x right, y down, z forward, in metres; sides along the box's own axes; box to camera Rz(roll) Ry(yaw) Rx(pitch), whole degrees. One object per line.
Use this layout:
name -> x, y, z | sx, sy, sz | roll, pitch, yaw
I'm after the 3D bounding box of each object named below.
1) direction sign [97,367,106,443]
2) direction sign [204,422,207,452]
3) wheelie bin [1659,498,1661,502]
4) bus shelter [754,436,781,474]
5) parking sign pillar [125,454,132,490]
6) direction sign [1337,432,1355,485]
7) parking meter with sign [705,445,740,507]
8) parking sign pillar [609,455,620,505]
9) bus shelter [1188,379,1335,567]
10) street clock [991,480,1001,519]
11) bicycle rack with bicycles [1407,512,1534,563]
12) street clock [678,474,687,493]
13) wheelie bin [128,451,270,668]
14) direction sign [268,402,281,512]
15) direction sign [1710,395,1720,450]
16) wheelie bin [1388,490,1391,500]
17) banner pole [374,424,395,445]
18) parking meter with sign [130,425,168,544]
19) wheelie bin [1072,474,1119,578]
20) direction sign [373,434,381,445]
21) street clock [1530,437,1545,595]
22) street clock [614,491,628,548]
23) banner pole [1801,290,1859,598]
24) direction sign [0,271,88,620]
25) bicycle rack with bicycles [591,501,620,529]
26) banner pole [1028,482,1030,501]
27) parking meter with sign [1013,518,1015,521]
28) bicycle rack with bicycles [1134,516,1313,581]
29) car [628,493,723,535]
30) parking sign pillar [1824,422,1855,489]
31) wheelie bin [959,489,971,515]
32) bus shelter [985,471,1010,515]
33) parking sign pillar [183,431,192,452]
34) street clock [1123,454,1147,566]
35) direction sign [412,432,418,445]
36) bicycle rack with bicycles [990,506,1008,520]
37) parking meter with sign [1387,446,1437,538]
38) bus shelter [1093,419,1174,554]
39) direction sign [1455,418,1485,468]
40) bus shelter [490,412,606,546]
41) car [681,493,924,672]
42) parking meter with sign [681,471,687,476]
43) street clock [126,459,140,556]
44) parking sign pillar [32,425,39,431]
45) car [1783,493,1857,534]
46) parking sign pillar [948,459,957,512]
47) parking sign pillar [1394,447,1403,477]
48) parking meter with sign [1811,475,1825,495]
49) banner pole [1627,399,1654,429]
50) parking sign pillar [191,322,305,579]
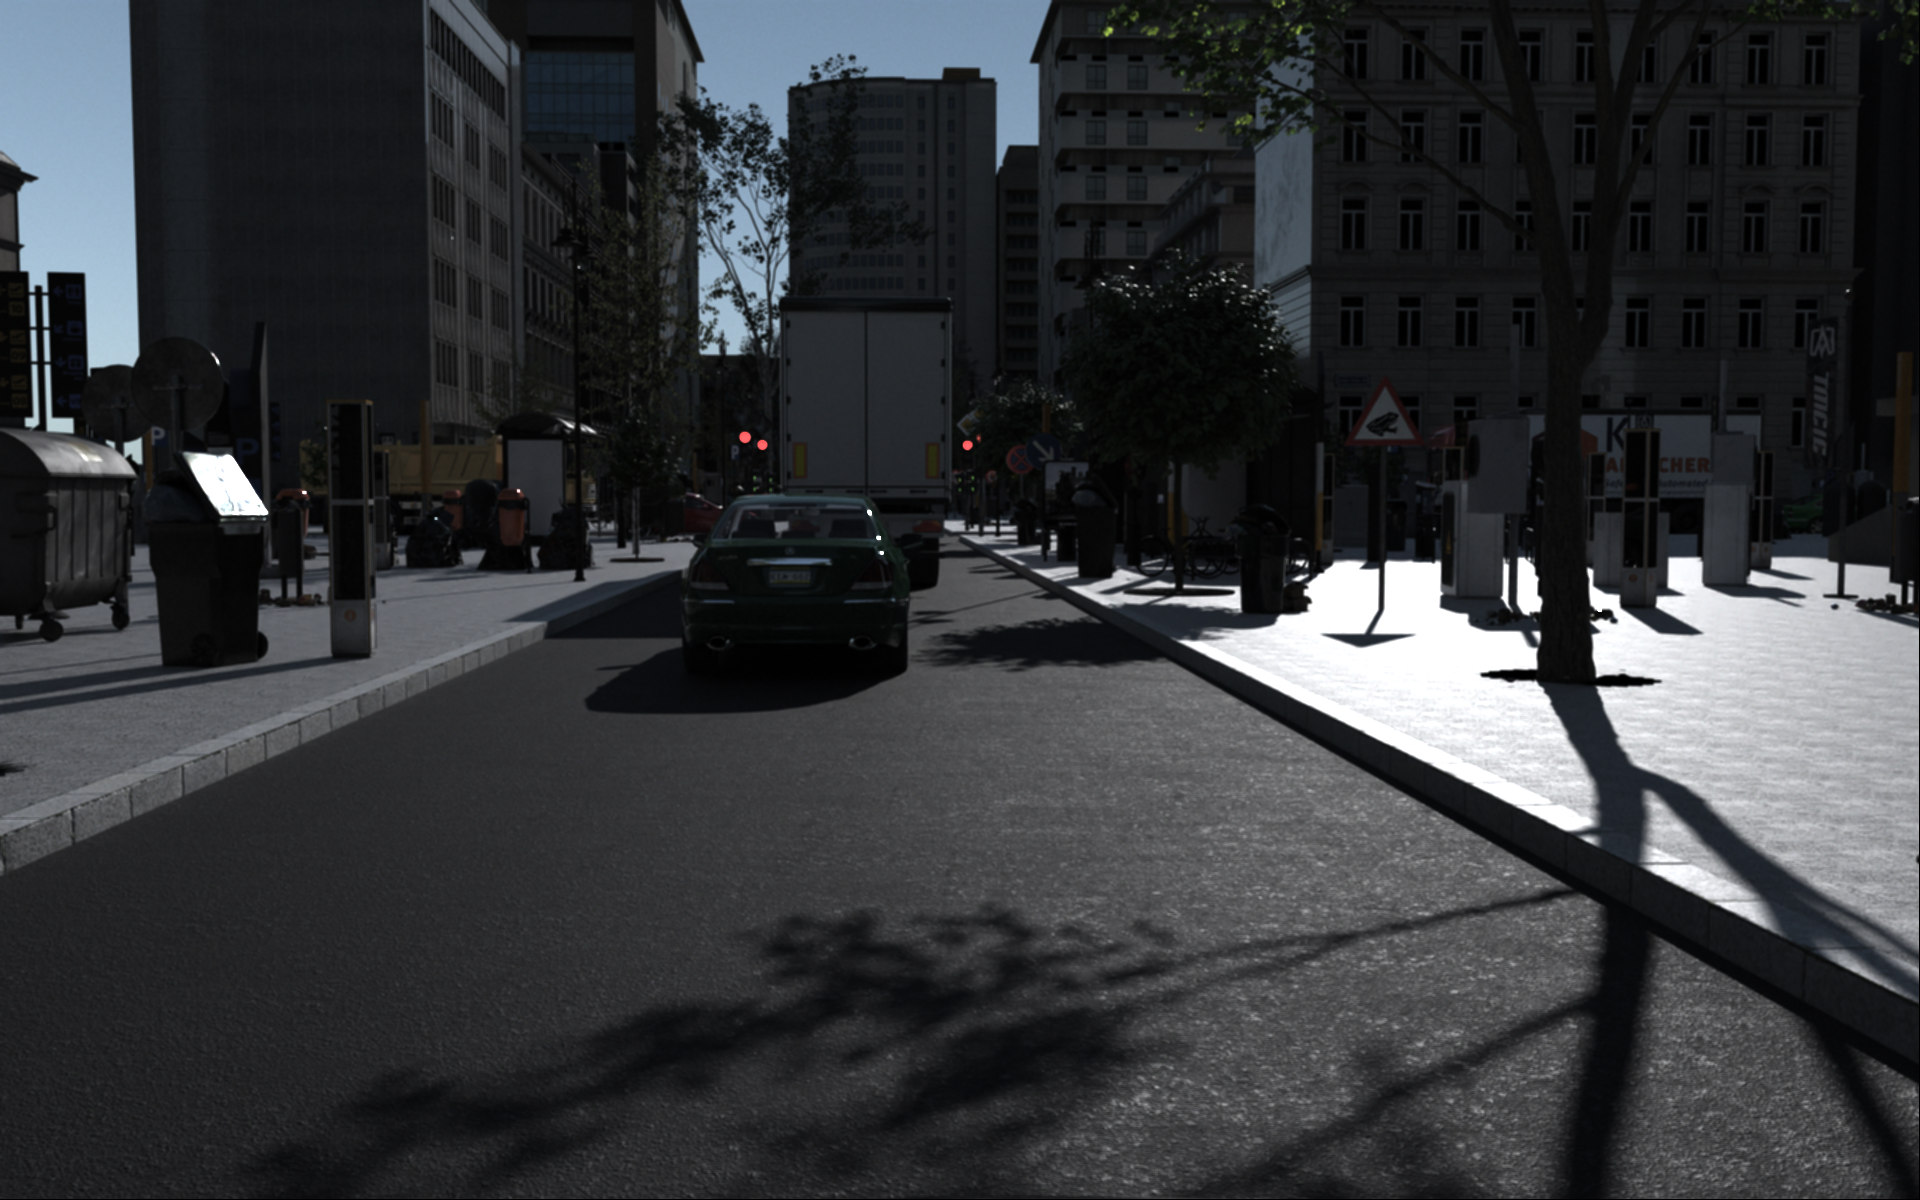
direction sign -> -15.687, -2.401, 31.253 | 0.876, 3.537, 0.379 | 2, 4, 29
direction sign -> -17.219, -2.936, 40.005 | 0.876, 3.537, 0.379 | 3, 5, 41
wheelie bin -> 19.880, -2.598, 50.391 | 0.980, 1.594, 0.693 | -3, 4, -39
bus shelter -> -12.126, -8.157, 111.003 | 2.179, 5.291, 8.768 | 0, 4, -3
parking sign pillar -> -56.192, -7.810, 116.166 | 1.447, 3.967, 1.447 | 2, 4, 27
direction sign -> 13.996, -4.337, 62.905 | 0.876, 3.537, 0.379 | -2, 4, -34
parking meter with sign -> -8.672, -3.993, 61.552 | 1.738, 3.016, 0.543 | 2, 4, 30
parking sign pillar -> -19.767, -6.835, 100.219 | 1.447, 3.967, 1.447 | -3, 5, -44
bus shelter -> 5.318, -2.368, 32.644 | 2.014, 3.302, 5.546 | 0, 4, -3
street clock -> 1.851, -5.183, 89.314 | 0.471, 2.002, 0.358 | 1, 4, 13
bicycle rack with bicycles -> 9.878, -1.215, 33.251 | 2.852, 0.926, 2.925 | 1, 4, 16
street clock -> -9.845, -3.474, 61.378 | 0.358, 2.002, 0.471 | -2, 4, -29
wheelie bin -> -5.699, -0.314, 13.048 | 0.693, 1.594, 0.980 | 1, 4, 13
direction sign -> -16.924, -3.085, 42.435 | 0.379, 3.537, 0.876 | 1, 4, 15
direction sign -> 17.406, -2.933, 39.945 | 0.379, 3.537, 0.876 | 2, 4, 35
wheelie bin -> 12.786, -2.765, 53.121 | 0.980, 1.594, 0.693 | 3, 5, 44
banner pole -> -20.648, -4.407, 62.072 | 0.863, 3.779, 0.401 | -1, 4, -22
parking meter with sign -> -20.977, -2.953, 44.545 | 1.738, 3.016, 0.543 | 3, 5, 43
wheelie bin -> 2.094, -1.153, 26.756 | 0.693, 1.594, 0.980 | 1, 4, 9
direction sign -> -21.850, -4.456, 64.855 | 0.876, 3.537, 0.379 | -2, 4, -31
street clock -> 7.449, -1.058, 21.874 | 0.471, 2.002, 0.358 | -1, 4, -23
street clock -> -8.043, -2.236, 41.129 | 0.358, 2.002, 0.471 | 0, 4, -4
banner pole -> 10.839, -1.930, 21.579 | 0.401, 3.779, 0.863 | -1, 4, -21
direction sign -> -9.385, -1.574, 17.737 | 0.876, 3.537, 0.379 | -1, 4, -12
bicycle rack with bicycles -> -11.910, -3.125, 64.481 | 2.925, 0.926, 2.852 | 1, 4, 13
banner pole -> 2.572, -4.385, 61.708 | 0.401, 3.779, 0.863 | -2, 4, -31
parking meter with sign -> 3.161, -4.860, 75.715 | 1.738, 3.016, 0.543 | 0, 4, -4
bicycle rack with bicycles -> 4.143, -0.813, 26.676 | 2.925, 0.926, 2.852 | 0, 4, 0
car -> -8.564, -2.819, 55.133 | 4.494, 1.783, 2.155 | 0, 4, -3
parking sign pillar -> 32.607, -4.635, 64.255 | 1.447, 3.967, 1.447 | -3, 4, -37
wheelie bin -> 0.382, -5.939, 105.018 | 0.980, 1.594, 0.693 | -1, 4, -17
bus shelter -> 2.429, -6.958, 107.686 | 2.014, 3.302, 5.546 | 0, 4, -3
parking sign pillar -> -31.487, -5.103, 71.913 | 1.447, 3.967, 1.447 | -2, 4, -30
street clock -> 3.133, -1.622, 31.088 | 0.358, 2.002, 0.471 | -2, 4, -26
direction sign -> -19.889, -4.360, 63.282 | 0.379, 3.537, 0.876 | -2, 4, -29
bicycle rack with bicycles -> 2.716, -4.384, 85.062 | 2.852, 0.926, 2.925 | 1, 4, 16
parking meter with sign -> 13.218, -3.314, 50.447 | 1.738, 3.016, 0.543 | -2, 4, -29
bus shelter -> 3.838, -2.971, 39.857 | 1.731, 3.624, 6.357 | 0, 4, -3
direction sign -> 15.092, -3.628, 51.322 | 0.876, 3.537, 0.379 | 0, 4, 0
bus shelter -> -10.687, -3.148, 45.389 | 2.014, 3.302, 5.546 | 0, 4, -3
car -> -1.373, -0.220, 15.401 | 2.131, 1.459, 4.920 | 0, 4, -2
parking meter with sign -> -20.222, -8.221, 130.674 | 1.738, 3.016, 0.543 | 3, 4, 38
street clock -> -17.215, -1.909, 35.784 | 0.358, 2.002, 0.471 | 3, 4, 37
parking sign pillar -> -35.450, -4.721, 65.661 | 1.447, 3.967, 1.447 | 2, 4, 26
car -> 29.390, -2.977, 57.473 | 4.718, 1.807, 1.959 | 0, 4, -1
parking sign pillar -> -0.930, -8.506, 127.550 | 1.447, 3.967, 1.447 | -2, 4, -24
parking sign pillar -> 17.070, -4.936, 69.178 | 1.447, 3.967, 1.447 | -2, 4, -32
parking meter with sign -> 34.936, -4.532, 70.354 | 0.543, 3.016, 1.738 | 0, 4, 5
banner pole -> 17.871, -3.407, 45.723 | 0.863, 3.779, 0.401 | 1, 4, 9
parking sign pillar -> -10.862, -2.328, 26.540 | 1.447, 3.967, 1.447 | -1, 4, -17
